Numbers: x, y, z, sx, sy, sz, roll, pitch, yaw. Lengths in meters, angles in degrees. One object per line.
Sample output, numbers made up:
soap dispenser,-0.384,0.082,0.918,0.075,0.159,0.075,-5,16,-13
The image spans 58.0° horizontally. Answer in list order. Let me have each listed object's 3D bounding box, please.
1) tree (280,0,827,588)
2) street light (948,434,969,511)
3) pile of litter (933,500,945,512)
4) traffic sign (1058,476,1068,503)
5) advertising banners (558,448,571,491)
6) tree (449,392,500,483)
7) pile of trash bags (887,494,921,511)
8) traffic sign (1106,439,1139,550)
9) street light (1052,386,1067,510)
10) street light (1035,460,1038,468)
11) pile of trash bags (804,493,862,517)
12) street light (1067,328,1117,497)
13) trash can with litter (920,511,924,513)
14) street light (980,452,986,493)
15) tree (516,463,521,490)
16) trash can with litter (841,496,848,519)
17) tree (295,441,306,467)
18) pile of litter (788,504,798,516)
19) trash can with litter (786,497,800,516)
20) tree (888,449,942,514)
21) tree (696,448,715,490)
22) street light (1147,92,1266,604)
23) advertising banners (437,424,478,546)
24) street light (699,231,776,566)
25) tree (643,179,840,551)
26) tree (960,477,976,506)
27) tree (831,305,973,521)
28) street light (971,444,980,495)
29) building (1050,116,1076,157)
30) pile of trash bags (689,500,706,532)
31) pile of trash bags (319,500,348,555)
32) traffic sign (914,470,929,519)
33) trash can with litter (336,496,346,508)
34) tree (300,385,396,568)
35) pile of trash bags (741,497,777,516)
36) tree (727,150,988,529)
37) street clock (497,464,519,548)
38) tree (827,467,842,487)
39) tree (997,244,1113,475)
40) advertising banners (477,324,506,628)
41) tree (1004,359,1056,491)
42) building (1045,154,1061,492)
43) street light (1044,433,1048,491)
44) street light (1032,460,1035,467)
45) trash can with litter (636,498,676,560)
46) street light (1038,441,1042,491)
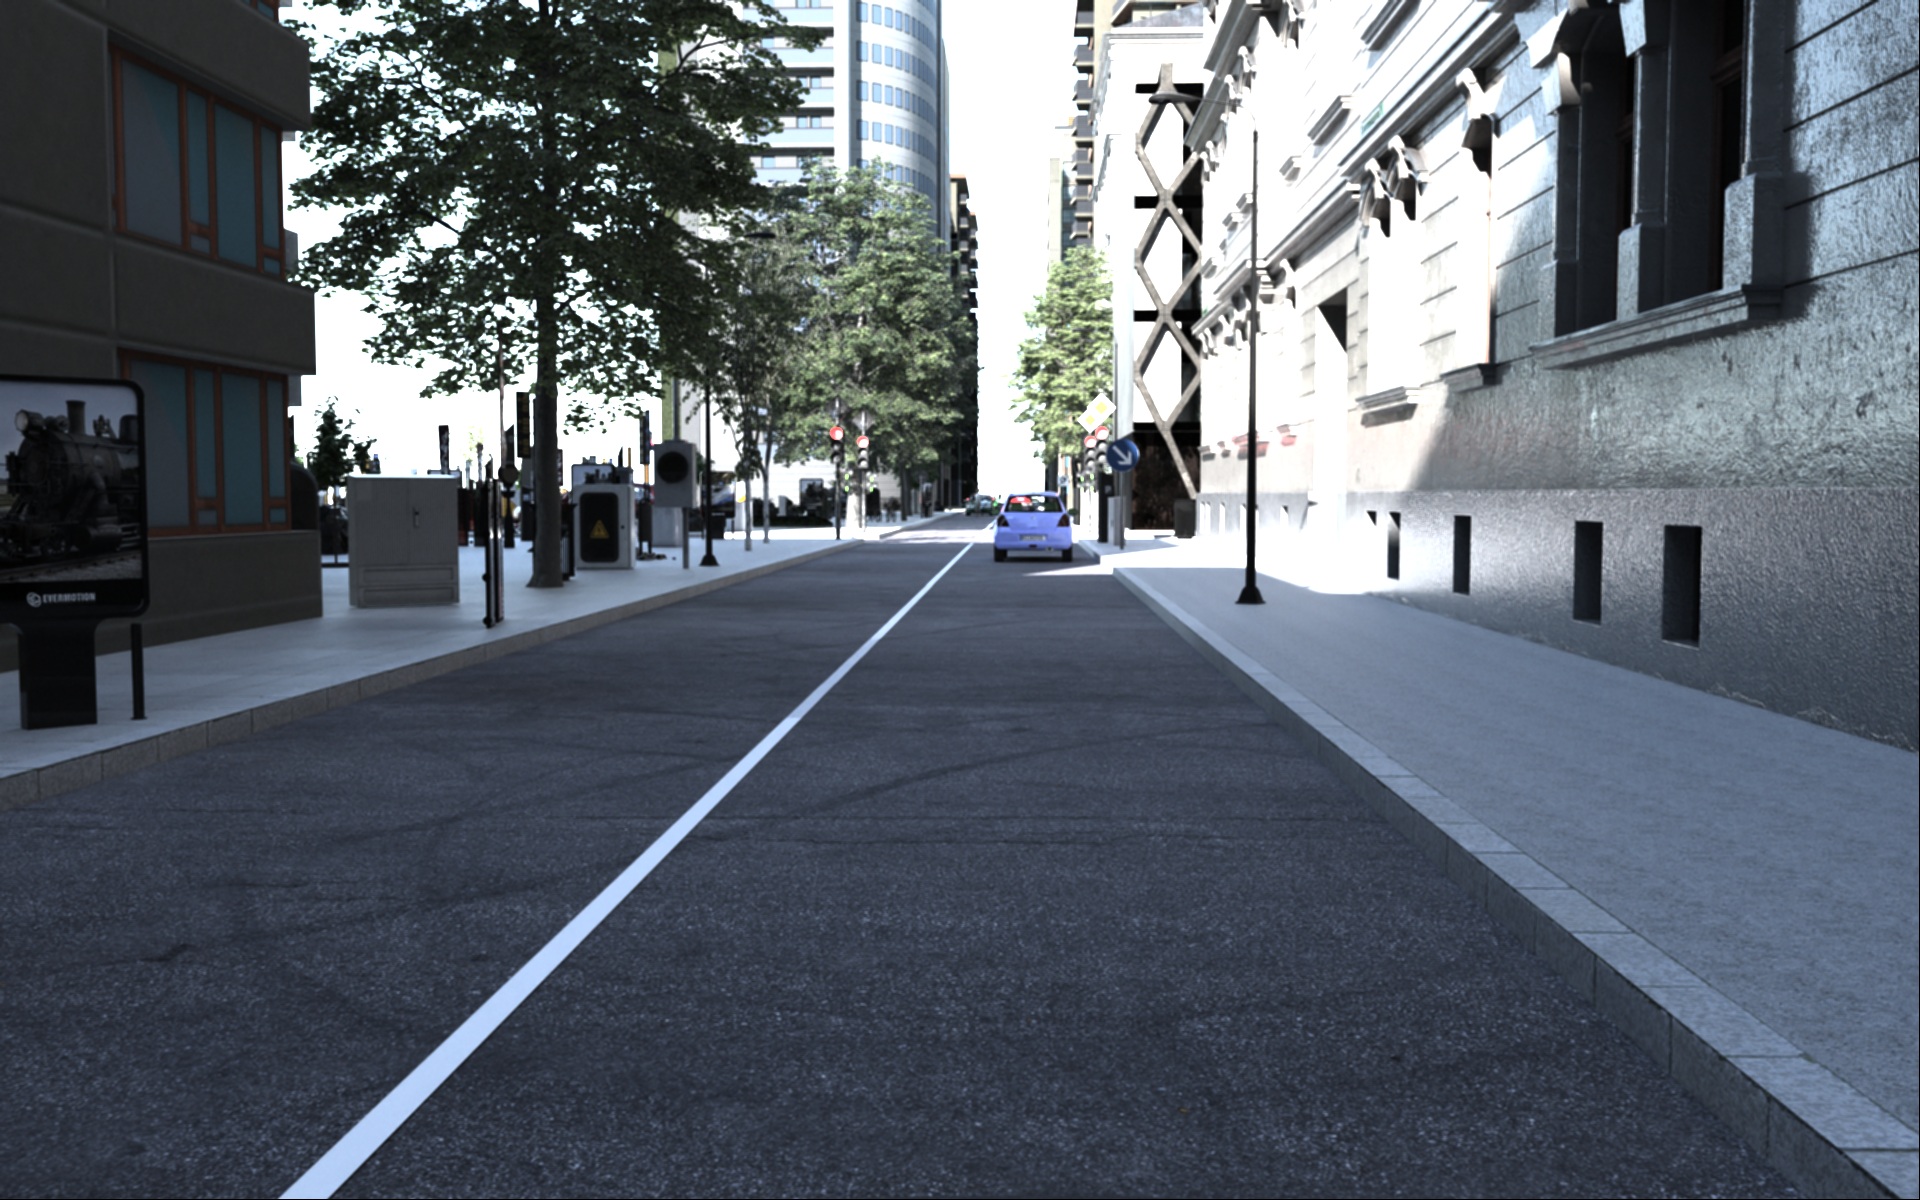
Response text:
tree,-5.737,-6.475,23.989,7.486,12.596,7.792,0,3,0
street light,-0.225,-9.837,133.378,1.470,5.913,1.316,0,4,2
pile of litter,-1.836,-6.903,126.830,1.719,0.858,1.176,-2,4,-24
traffic sign,5.685,-5.710,95.490,0.606,2.300,0.079,0,4,8
advertising banners,-14.666,-4.285,66.250,2.074,3.025,0.090,-3,4,-37
tree,-34.324,-10.530,122.531,4.737,8.622,4.395,0,3,0
pile of trash bags,-3.911,-7.310,129.272,3.447,1.369,1.912,2,4,30
traffic sign,3.747,-2.440,40.001,0.768,2.556,0.104,1,4,8
street light,4.782,-6.217,74.197,1.470,5.913,1.316,0,4,2
street light,7.540,-10.962,151.776,1.470,5.913,1.316,0,4,2
pile of trash bags,-7.170,-5.398,98.007,3.447,1.369,1.912,0,4,4
street light,3.825,-4.647,48.519,1.470,5.913,1.316,0,4,2
trash can with litter,-3.084,-6.552,118.177,2.233,1.210,1.678,-2,4,-24
street light,1.848,-13.340,190.649,1.470,5.913,1.316,0,4,2
tree,-25.098,-6.418,99.536,1.663,3.219,1.824,0,3,0
trash can with litter,-5.836,-4.769,89.366,0.624,1.170,1.055,-2,4,-35
tree,-35.231,-6.452,89.209,4.285,4.588,4.351,0,3,0
pile of litter,-7.667,-3.854,76.972,1.176,0.858,1.719,1,4,10
trash can with litter,-8.541,-4.680,87.907,1.055,1.170,0.624,-1,4,-19
tree,-2.878,-7.799,111.227,4.285,4.588,4.351,0,3,0
tree,-16.670,-7.436,105.299,4.285,4.588,4.351,0,3,0
street light,2.869,-2.914,20.178,1.470,5.913,1.316,0,4,2
advertising banners,-12.296,-2.849,42.763,2.074,3.025,0.090,3,5,41
street light,-3.951,-3.564,30.810,1.470,5.913,1.316,0,4,2
tree,-5.003,-5.416,38.907,4.360,8.622,3.978,0,3,0
tree,1.020,-12.206,194.166,1.663,3.219,1.824,0,3,0
tree,-3.025,-9.070,82.712,7.601,10.594,8.767,-1,4,-10
street light,0.862,-11.573,161.751,1.470,5.913,1.316,0,4,2
building,24.904,-44.876,275.715,21.231,58.520,28.212,0,4,2
pile of trash bags,-10.516,-3.315,63.956,3.447,1.369,1.912,3,4,37
pile of trash bags,-13.971,-1.658,36.865,1.912,1.369,3.447,3,5,40
traffic sign,-2.028,-5.548,90.815,0.768,2.556,0.104,0,4,5
trash can with litter,-28.764,-4.215,79.979,2.233,1.210,1.678,2,4,29
tree,-11.061,-2.191,30.431,1.663,3.219,1.824,0,3,0
pile of trash bags,-12.478,-5.576,100.919,3.447,1.369,1.912,-2,4,-33
tree,-3.995,-9.582,63.329,9.857,13.997,8.962,0,3,0
street clock,-10.751,-2.243,41.245,0.358,2.002,0.471,3,5,43
tree,-8.342,-7.878,123.412,1.663,3.219,1.824,0,3,0
tree,5.415,-9.870,79.510,7.486,12.596,7.792,0,3,0
advertising banners,-4.654,-1.296,17.372,0.090,3.025,2.074,-1,4,-9
tree,12.737,-22.108,217.352,12.611,20.169,13.585,0,3,0
building,22.518,-37.480,236.498,21.300,48.544,21.600,0,4,2
street light,5.768,-7.973,102.892,1.470,5.913,1.316,0,4,2
street light,9.592,-14.408,208.117,1.470,5.913,1.316,0,4,2
trash can with litter,-6.394,-1.394,33.844,1.678,1.210,2.233,1,4,10
street light,6.845,-9.696,131.075,1.470,5.913,1.316,0,4,2
